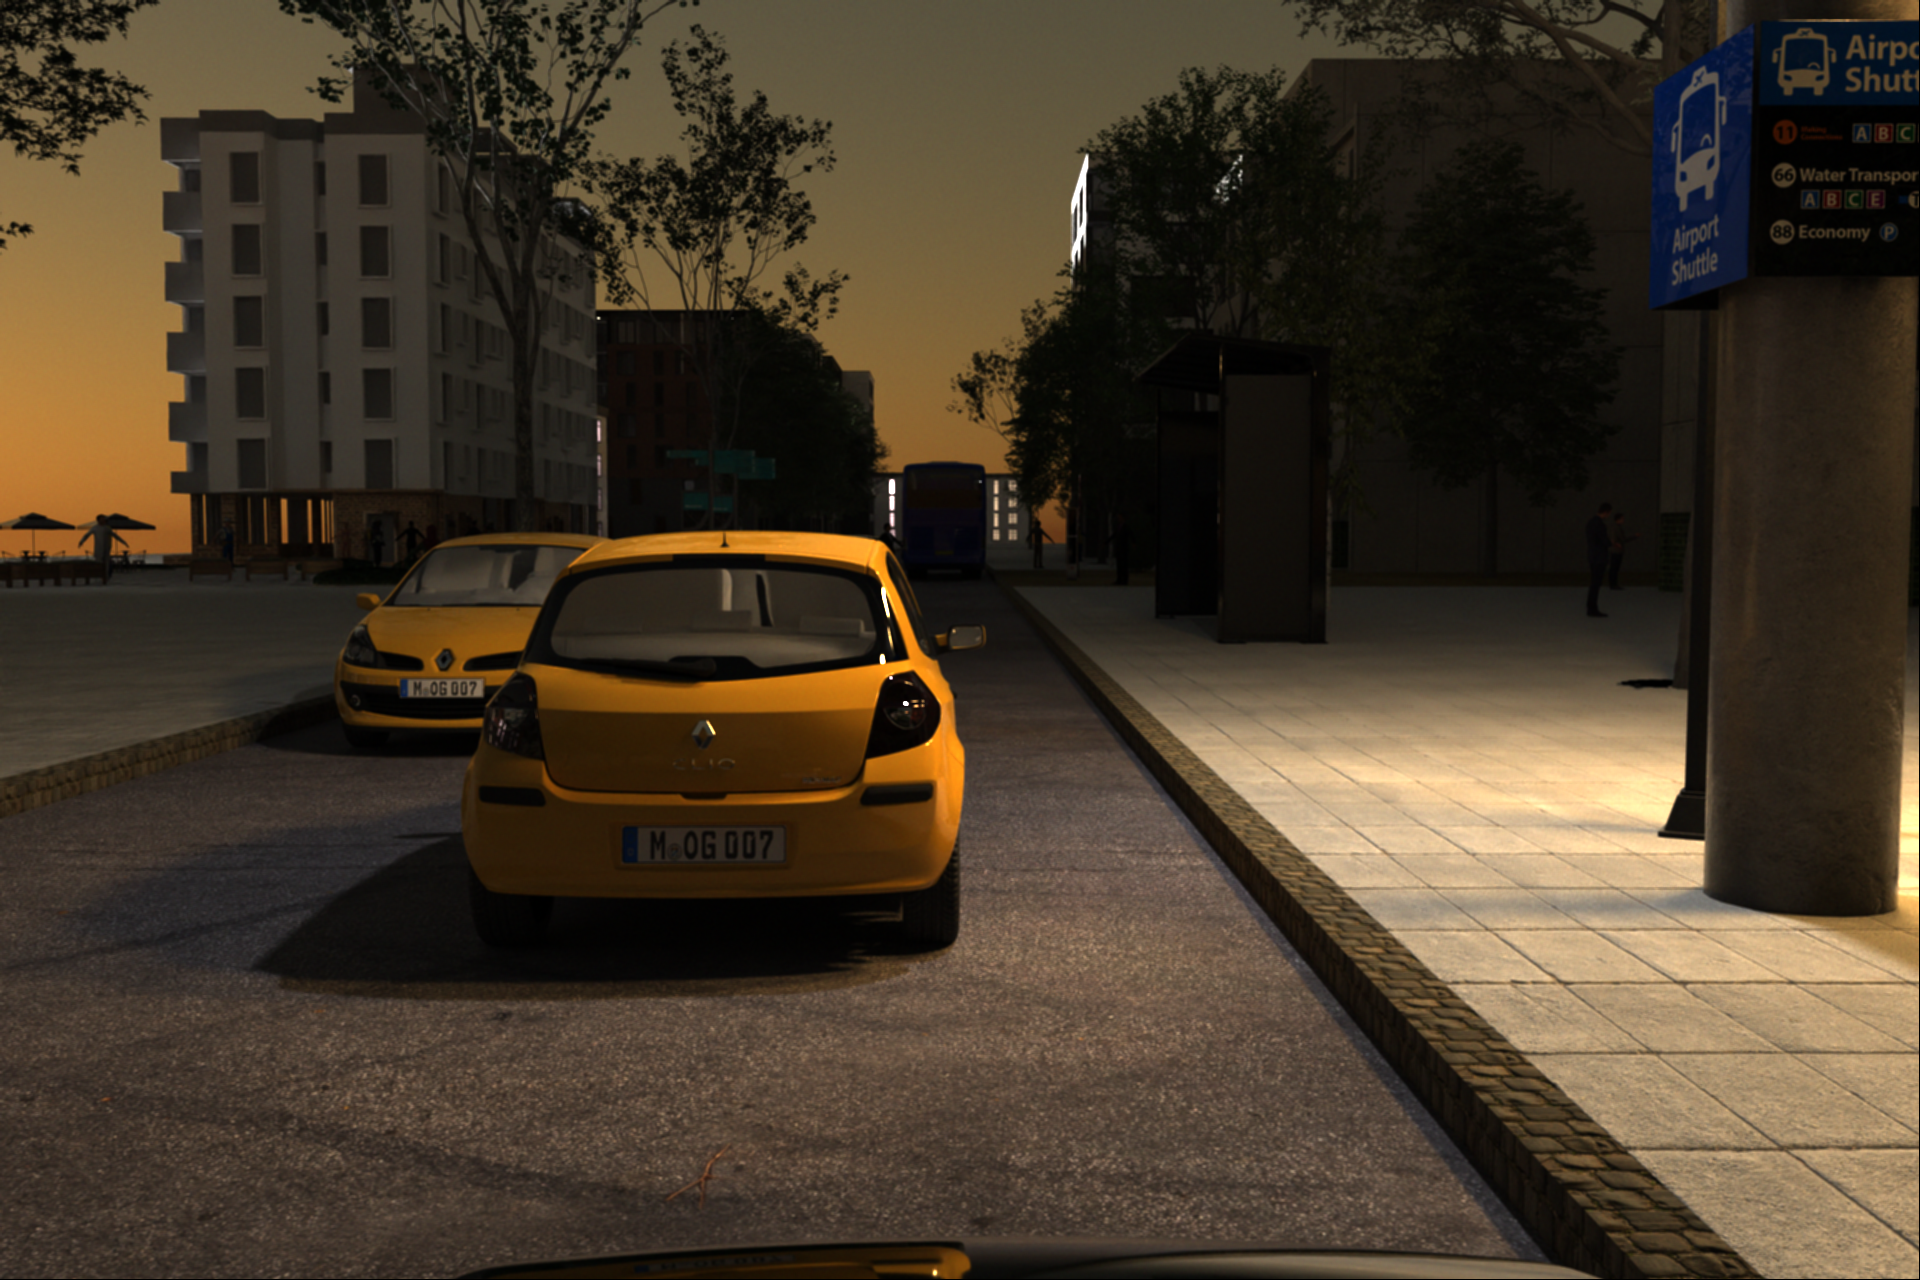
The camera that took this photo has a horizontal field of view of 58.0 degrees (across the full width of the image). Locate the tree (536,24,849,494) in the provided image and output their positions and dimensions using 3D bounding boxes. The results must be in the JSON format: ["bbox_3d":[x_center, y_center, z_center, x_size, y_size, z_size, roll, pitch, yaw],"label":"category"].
[{"bbox_3d":[-10.446,-12.935,67.383,12.611,20.169,13.585,0,3,0],"label":"tree"}]

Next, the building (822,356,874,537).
[{"bbox_3d":[-25.237,-22.669,214.619,27.936,21.610,32.646,0,4,0],"label":"building"}]

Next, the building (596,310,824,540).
[{"bbox_3d":[-29.140,-20.204,174.303,27.936,21.610,32.646,0,4,1],"label":"building"}]

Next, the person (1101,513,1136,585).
[{"bbox_3d":[4.056,-2.290,43.661,0.704,1.802,1.346,-2,4,-33],"label":"person"}]

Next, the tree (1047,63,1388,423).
[{"bbox_3d":[5.617,-6.926,39.002,9.928,11.665,9.643,0,3,0],"label":"tree"}]

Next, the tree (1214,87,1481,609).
[{"bbox_3d":[6.513,-4.830,29.334,4.737,8.622,4.395,0,3,0],"label":"tree"}]

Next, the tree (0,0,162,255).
[{"bbox_3d":[-9.356,-4.738,11.881,7.601,10.594,8.767,-3,5,-40],"label":"tree"}]

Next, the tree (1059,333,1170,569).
[{"bbox_3d":[5.534,-6.918,63.464,4.360,8.622,3.978,0,3,0],"label":"tree"}]

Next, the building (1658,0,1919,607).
[{"bbox_3d":[24.115,-9.554,22.674,16.747,18.905,31.486,0,4,0],"label":"building"}]

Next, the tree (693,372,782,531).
[{"bbox_3d":[-9.634,-7.799,77.876,4.360,8.622,3.978,0,3,0],"label":"tree"}]

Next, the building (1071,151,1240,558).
[{"bbox_3d":[20.794,-16.216,109.114,27.936,21.610,32.646,0,4,0],"label":"building"}]

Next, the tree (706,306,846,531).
[{"bbox_3d":[-9.227,-10.321,86.869,7.486,12.596,7.792,0,3,0],"label":"tree"}]

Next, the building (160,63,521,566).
[{"bbox_3d":[-26.150,-13.132,71.127,16.016,20.090,11.380,0,3,0],"label":"building"}]

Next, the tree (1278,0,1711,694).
[{"bbox_3d":[6.191,-6.330,13.866,12.009,13.543,11.850,0,3,0],"label":"tree"}]

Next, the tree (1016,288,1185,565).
[{"bbox_3d":[6.045,-9.007,73.024,9.928,11.665,9.643,0,3,0],"label":"tree"}]

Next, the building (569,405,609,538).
[{"bbox_3d":[-27.954,-10.614,115.685,9.099,9.664,28.070,0,4,1],"label":"building"}]

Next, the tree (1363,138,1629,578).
[{"bbox_3d":[15.219,-8.104,50.632,7.486,12.596,7.792,0,3,0],"label":"tree"}]

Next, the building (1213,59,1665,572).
[{"bbox_3d":[21.416,-12.648,73.258,16.747,18.905,31.486,0,4,0],"label":"building"}]

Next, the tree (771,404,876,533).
[{"bbox_3d":[-9.555,-11.012,114.458,8.767,10.594,7.601,0,4,4],"label":"tree"}]

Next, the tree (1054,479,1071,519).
[{"bbox_3d":[16.394,-18.486,236.650,7.601,10.594,8.767,0,4,-4],"label":"tree"}]

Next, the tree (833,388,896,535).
[{"bbox_3d":[-10.076,-14.284,143.913,12.009,13.543,11.850,0,3,0],"label":"tree"}]

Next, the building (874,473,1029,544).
[{"bbox_3d":[-4.011,-17.870,236.781,28.070,9.664,9.099,0,4,2],"label":"building"}]

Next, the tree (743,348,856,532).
[{"bbox_3d":[-9.772,-11.329,103.361,7.486,12.596,7.792,0,3,0],"label":"tree"}]

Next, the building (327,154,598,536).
[{"bbox_3d":[-26.001,-14.148,87.733,16.016,20.090,11.380,0,3,0],"label":"building"}]

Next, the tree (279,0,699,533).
[{"bbox_3d":[-10.693,-11.017,36.022,12.611,20.169,13.585,0,3,0],"label":"tree"}]

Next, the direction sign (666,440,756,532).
[{"bbox_3d":[-7.058,-3.729,49.724,2.525,3.948,1.411,0,4,0],"label":"direction sign"}]

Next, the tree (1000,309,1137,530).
[{"bbox_3d":[5.559,-10.296,86.458,7.486,12.596,7.792,0,3,0],"label":"tree"}]

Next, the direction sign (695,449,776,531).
[{"bbox_3d":[-7.032,-4.050,54.980,2.525,3.948,1.411,0,4,2],"label":"direction sign"}]

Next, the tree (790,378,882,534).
[{"bbox_3d":[-9.311,-12.738,126.392,7.486,12.596,7.792,0,3,0],"label":"tree"}]

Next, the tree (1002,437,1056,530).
[{"bbox_3d":[5.366,-10.923,128.946,4.737,8.622,4.395,0,3,0],"label":"tree"}]

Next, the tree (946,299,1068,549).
[{"bbox_3d":[5.215,-17.516,142.282,12.611,20.169,13.585,0,3,0],"label":"tree"}]
